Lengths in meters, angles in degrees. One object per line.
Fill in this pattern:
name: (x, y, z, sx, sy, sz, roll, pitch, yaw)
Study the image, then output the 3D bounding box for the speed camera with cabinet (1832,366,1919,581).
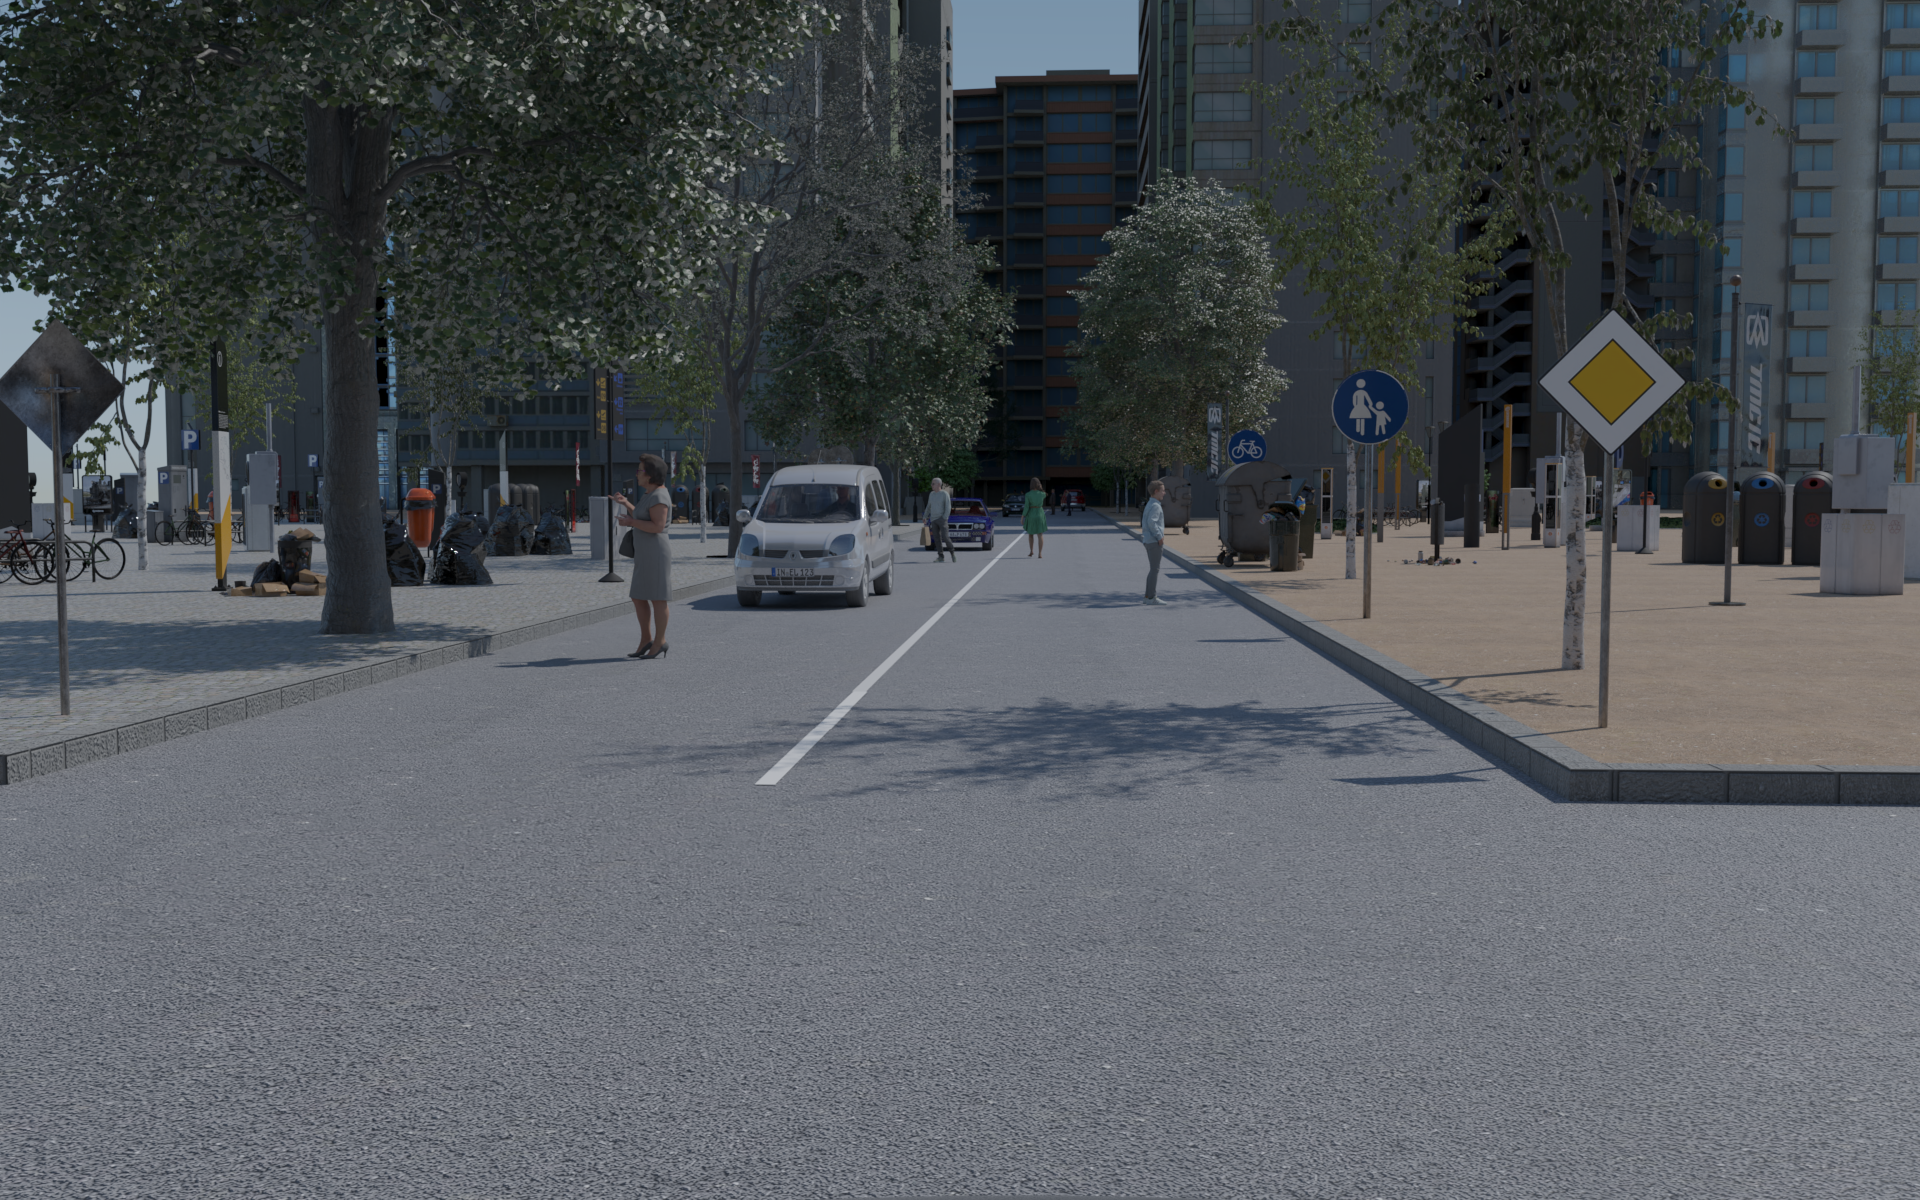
speed camera with cabinet: (14.241, -1.951, 26.238, 0.660, 3.252, 2.038, -1, 4, -18)

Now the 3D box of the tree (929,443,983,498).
tree: (-0.223, -7.183, 101.149, 4.285, 4.588, 4.351, 0, 3, 0)

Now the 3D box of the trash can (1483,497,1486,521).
trash can: (25.019, -4.304, 82.027, 0.748, 1.137, 0.748, 0, 3, 0)

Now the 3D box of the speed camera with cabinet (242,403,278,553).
speed camera with cabinet: (-15.543, -2.694, 38.377, 0.660, 3.252, 2.038, -2, 4, -26)

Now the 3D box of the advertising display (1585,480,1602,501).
advertising display: (29.502, -4.628, 80.877, 0.974, 1.923, 0.123, 2, 4, 31)

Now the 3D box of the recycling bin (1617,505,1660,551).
recycling bin: (15.291, -1.620, 39.043, 0.722, 1.027, 0.722, 3, 5, 41)

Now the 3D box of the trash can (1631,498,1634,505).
trash can: (27.270, -3.633, 71.058, 0.748, 1.137, 0.748, 0, 3, 0)

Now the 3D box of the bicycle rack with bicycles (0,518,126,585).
bicycle rack with bicycles: (-13.630, -0.718, 25.117, 2.852, 0.926, 2.925, 3, 5, 43)

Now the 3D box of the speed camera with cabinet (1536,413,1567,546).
speed camera with cabinet: (14.725, -2.967, 42.852, 0.660, 3.252, 2.038, 2, 4, 29)

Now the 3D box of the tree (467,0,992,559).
tree: (-4.472, -7.580, 34.299, 12.009, 13.543, 11.850, 0, 3, 0)

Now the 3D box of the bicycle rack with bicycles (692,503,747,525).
bicycle rack with bicycles: (-10.034, -3.597, 72.198, 2.852, 0.926, 2.925, 0, 4, -2)

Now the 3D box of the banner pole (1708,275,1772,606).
banner pole: (9.068, -1.834, 19.997, 0.863, 3.779, 0.401, -2, 4, -27)

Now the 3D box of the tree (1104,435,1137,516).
tree: (9.515, -9.193, 100.670, 4.737, 8.622, 4.395, 0, 3, 0)

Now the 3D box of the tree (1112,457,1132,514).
tree: (10.357, -9.840, 111.242, 4.360, 8.622, 3.978, 0, 3, 0)

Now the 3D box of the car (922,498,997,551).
car: (0.008, -1.990, 45.121, 1.945, 1.354, 3.894, 0, 4, 2)

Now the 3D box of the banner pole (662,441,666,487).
banner pole: (-14.107, -5.663, 82.605, 0.401, 3.779, 0.863, -2, 4, -24)

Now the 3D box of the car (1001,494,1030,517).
car: (3.588, -6.051, 108.726, 2.009, 1.686, 4.222, 0, 4, 5)

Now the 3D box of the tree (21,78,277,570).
tree: (-13.770, -4.823, 29.215, 4.737, 8.622, 4.395, 0, 3, 0)

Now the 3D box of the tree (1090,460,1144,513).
tree: (10.977, -8.237, 118.386, 4.285, 4.588, 4.351, 0, 3, 0)

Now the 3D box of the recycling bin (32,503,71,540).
recycling bin: (-25.549, -2.211, 48.707, 0.722, 1.027, 0.722, 0, 4, 6)

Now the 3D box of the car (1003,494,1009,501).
car: (4.075, -7.167, 127.398, 2.015, 1.641, 3.980, 0, 4, 2)

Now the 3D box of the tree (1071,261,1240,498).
tree: (9.285, -10.176, 83.378, 9.611, 12.733, 9.660, 0, 3, 0)

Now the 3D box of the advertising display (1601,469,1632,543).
advertising display: (17.155, -2.443, 45.165, 0.974, 1.923, 0.123, -2, 4, -34)

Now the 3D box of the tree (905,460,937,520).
tree: (-1.999, -5.659, 87.126, 1.663, 3.219, 1.824, 0, 3, 0)

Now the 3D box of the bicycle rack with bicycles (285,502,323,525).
bicycle rack with bicycles: (-31.578, -4.099, 80.398, 2.852, 0.926, 2.925, 2, 4, 27)

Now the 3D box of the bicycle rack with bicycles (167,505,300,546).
bicycle rack with bicycles: (-18.770, -1.846, 43.571, 2.852, 0.926, 2.925, 3, 5, 42)

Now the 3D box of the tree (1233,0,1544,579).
tree: (6.117, -4.618, 25.873, 4.737, 8.622, 4.395, 0, 3, 0)

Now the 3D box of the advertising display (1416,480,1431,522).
advertising display: (20.946, -4.467, 78.257, 0.974, 1.923, 0.123, -3, 5, -40)

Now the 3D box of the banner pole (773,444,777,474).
banner pole: (-6.824, -4.516, 63.861, 0.401, 3.779, 0.863, 0, 4, 3)

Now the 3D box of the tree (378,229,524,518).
tree: (-14.051, -5.948, 47.609, 4.360, 8.622, 3.978, 0, 3, 0)

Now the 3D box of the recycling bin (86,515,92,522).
recycling bin: (-40.613, -4.187, 81.017, 0.722, 1.027, 0.722, -1, 4, -15)

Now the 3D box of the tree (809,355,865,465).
tree: (-5.214, -7.964, 80.567, 4.737, 8.622, 4.395, 0, 3, 0)

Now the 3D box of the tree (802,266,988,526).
tree: (-2.678, -8.754, 68.884, 9.928, 11.665, 9.643, 0, 3, 0)

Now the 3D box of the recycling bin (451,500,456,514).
recycling bin: (-22.027, -3.778, 74.329, 0.722, 1.027, 0.722, -1, 4, -18)

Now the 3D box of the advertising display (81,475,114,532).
advertising display: (-29.009, -3.245, 58.275, 0.974, 1.923, 0.123, 0, 4, -4)

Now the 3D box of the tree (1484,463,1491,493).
tree: (22.781, -4.996, 76.286, 1.663, 3.219, 1.824, 0, 3, 0)

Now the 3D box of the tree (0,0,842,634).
tree: (-5.523, -6.675, 15.793, 9.857, 13.997, 8.962, 0, 3, 0)

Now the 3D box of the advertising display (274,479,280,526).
advertising display: (-27.978, -3.961, 69.971, 0.974, 1.923, 0.123, -3, 5, -41)

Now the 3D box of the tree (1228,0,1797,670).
tree: (4.303, -3.790, 12.327, 4.360, 8.622, 3.978, 0, 3, 0)

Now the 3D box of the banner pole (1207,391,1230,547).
banner pole: (6.285, -3.176, 41.950, 0.863, 3.779, 0.401, -2, 4, -32)

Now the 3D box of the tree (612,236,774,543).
tree: (-6.995, -5.808, 45.316, 4.737, 8.622, 4.395, 0, 3, 0)

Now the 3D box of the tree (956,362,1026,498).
tree: (1.116, -11.303, 119.214, 7.601, 10.594, 8.767, 0, 4, 8)

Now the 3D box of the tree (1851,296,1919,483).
tree: (35.524, -7.025, 65.215, 4.737, 8.622, 4.395, 0, 3, 0)

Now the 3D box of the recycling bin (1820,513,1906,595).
recycling bin: (11.605, -0.595, 22.280, 0.722, 1.027, 0.722, 0, 4, -8)

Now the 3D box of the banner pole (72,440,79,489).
banner pole: (-40.536, -5.449, 79.112, 0.863, 3.779, 0.401, -2, 4, -35)

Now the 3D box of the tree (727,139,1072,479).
tree: (-2.873, -8.454, 55.225, 9.611, 12.733, 9.660, 0, 3, 0)

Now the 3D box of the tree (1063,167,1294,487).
tree: (8.775, -9.946, 69.272, 9.857, 13.997, 8.962, 0, 3, 0)

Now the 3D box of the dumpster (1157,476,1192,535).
dumpster: (6.722, -3.011, 54.989, 1.264, 1.857, 1.865, 0, 4, 4)

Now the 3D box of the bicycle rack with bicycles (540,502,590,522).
bicycle rack with bicycles: (-18.034, -4.086, 80.192, 2.925, 0.926, 2.852, 2, 4, 27)

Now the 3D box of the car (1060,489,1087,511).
car: (9.450, -8.315, 144.626, 2.281, 1.827, 5.304, 0, 4, 4)
